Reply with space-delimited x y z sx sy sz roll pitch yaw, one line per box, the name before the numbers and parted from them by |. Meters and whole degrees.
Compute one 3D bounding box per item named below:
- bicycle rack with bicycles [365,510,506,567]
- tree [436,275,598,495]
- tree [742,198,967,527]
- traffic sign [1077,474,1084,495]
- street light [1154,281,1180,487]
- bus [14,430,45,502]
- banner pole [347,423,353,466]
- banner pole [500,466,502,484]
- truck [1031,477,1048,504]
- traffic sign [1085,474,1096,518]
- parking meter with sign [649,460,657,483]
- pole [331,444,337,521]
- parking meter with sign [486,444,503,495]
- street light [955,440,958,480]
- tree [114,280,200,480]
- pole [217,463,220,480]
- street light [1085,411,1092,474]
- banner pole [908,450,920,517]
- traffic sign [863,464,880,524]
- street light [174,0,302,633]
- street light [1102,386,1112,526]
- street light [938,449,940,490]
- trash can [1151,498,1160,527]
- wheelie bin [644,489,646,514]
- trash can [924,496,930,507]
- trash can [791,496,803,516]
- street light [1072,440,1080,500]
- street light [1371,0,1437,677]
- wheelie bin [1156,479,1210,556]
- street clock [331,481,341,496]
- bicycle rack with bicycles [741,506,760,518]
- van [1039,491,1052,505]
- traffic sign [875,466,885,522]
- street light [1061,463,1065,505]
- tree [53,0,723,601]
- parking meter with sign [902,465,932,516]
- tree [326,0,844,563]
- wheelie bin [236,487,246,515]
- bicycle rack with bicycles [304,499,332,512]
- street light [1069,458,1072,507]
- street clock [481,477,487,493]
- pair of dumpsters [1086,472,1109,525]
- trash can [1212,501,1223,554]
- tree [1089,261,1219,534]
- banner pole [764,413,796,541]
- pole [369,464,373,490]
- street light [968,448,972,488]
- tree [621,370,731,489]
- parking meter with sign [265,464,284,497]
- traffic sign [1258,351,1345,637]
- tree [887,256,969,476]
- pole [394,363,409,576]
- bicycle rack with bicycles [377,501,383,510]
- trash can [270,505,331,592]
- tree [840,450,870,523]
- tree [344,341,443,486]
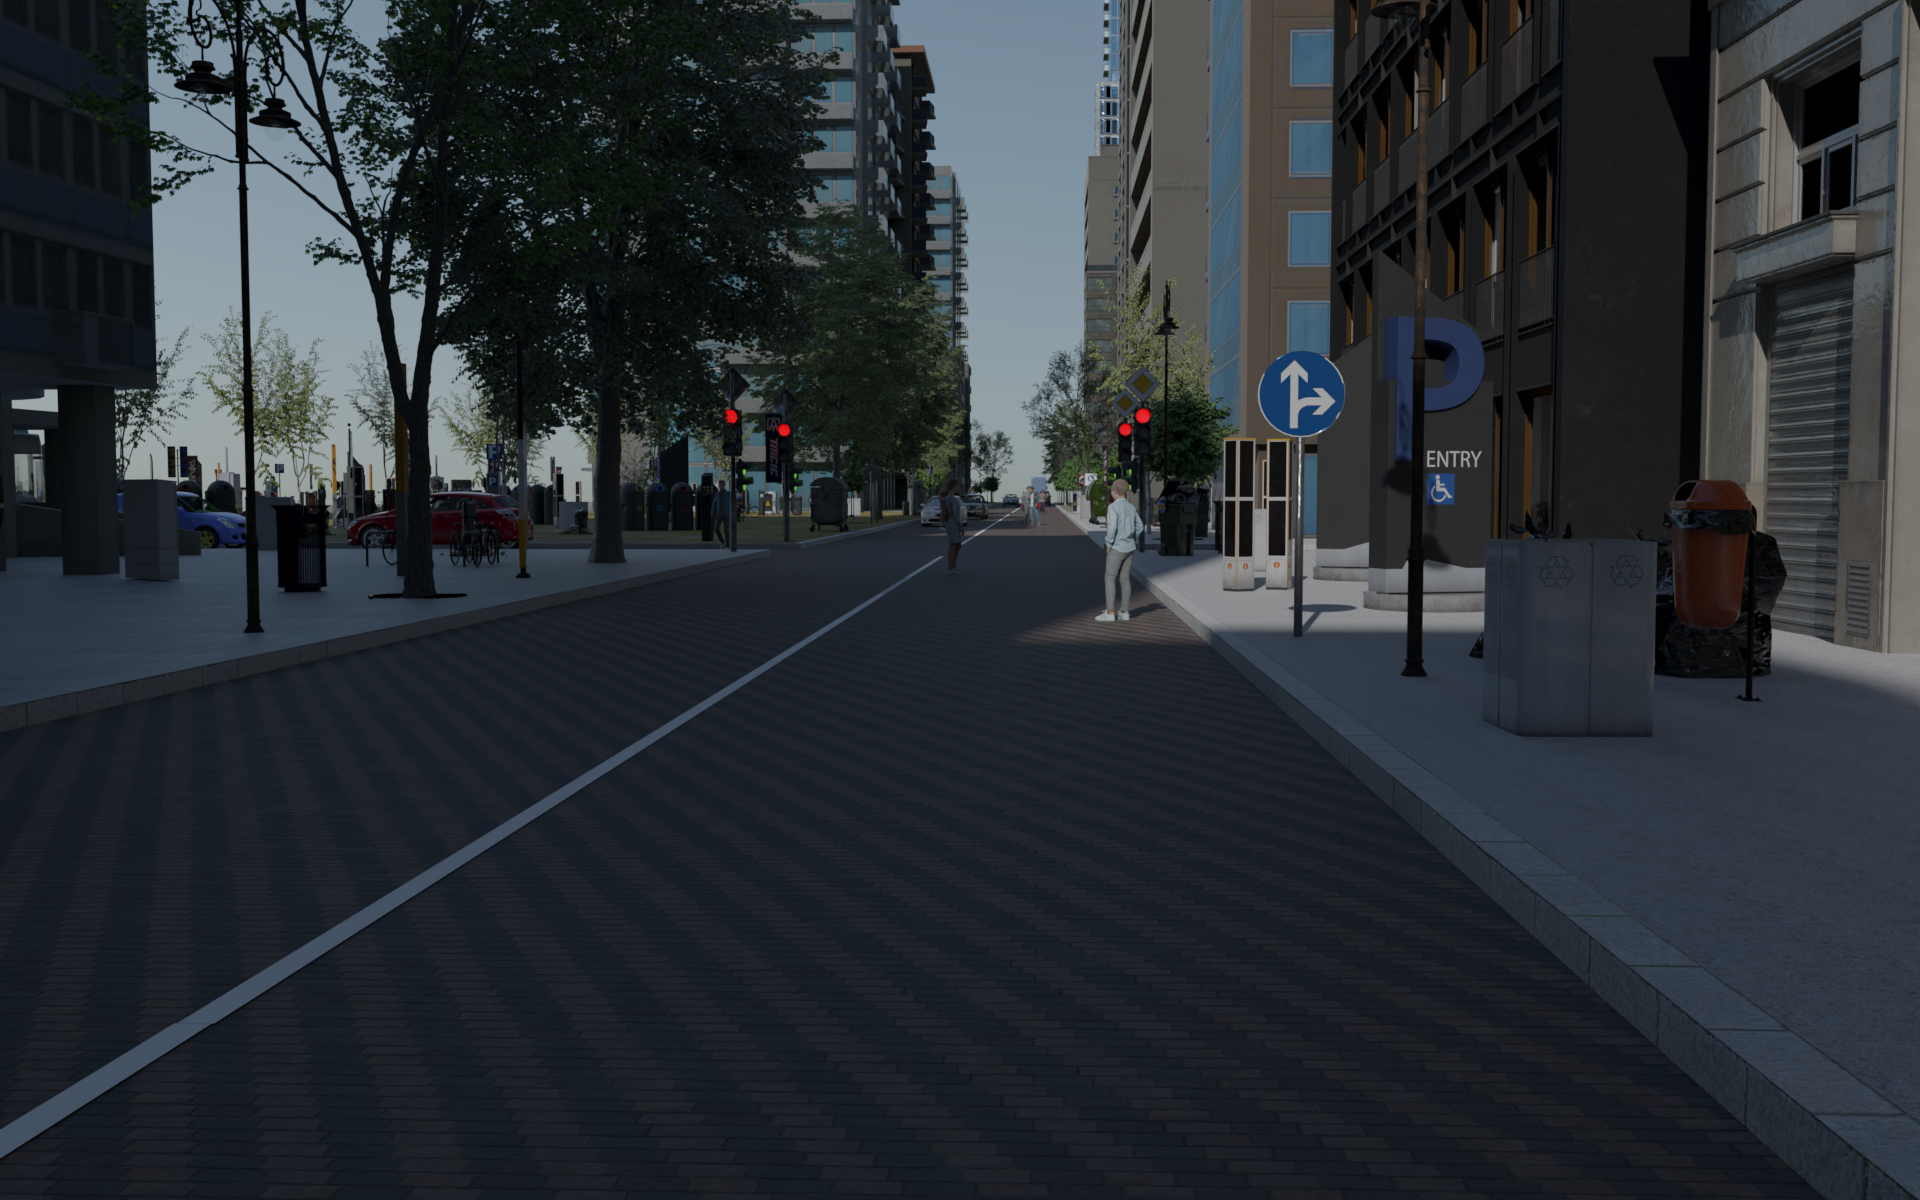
bicycle rack with bicycles | -9.427 -1.118 31.659 2.852 0.926 2.925 0 4 5
tree | -13.057 -6.117 50.371 4.737 8.622 4.395 0 3 0
tree | -4.373 -9.105 66.994 7.486 12.596 7.792 0 3 0
traffic sign | 7.801 -6.707 109.759 0.768 2.556 0.104 1 4 12
street light | 4.477 -3.967 37.656 0.468 5.910 1.993 0 4 3
bus | -29.195 -2.975 43.495 13.247 3.499 2.948 0 4 2
banner pole | -21.386 -4.332 60.848 0.401 3.779 0.863 -2 4 -28
banner pole | -31.535 -7.872 118.724 0.863 3.779 0.401 -2 4 -24
truck | 12.318 -16.979 267.361 2.967 4.110 18.799 0 4 1
traffic sign | 6.537 -5.157 86.447 0.606 2.300 0.079 1 4 12
parking meter with sign | -14.814 -5.571 87.353 1.738 3.016 0.543 2 4 30
pole | -25.646 -4.719 70.993 0.158 3.312 0.155 0 3 0
parking meter with sign | -15.948 -3.844 59.113 0.543 3.016 1.738 -1 4 -10
street light | -0.313 -10.791 149.215 0.468 5.910 1.993 0 4 3
tree | -27.989 -6.592 58.141 4.360 8.622 3.978 0 3 0
pole | -47.974 -7.238 112.182 0.158 3.312 0.155 0 3 0
street light | 7.074 -7.483 95.133 0.468 5.910 1.993 0 4 3
banner pole | -2.642 -6.674 99.141 0.863 3.779 0.401 2 4 33
traffic sign | -3.810 -4.540 74.328 0.768 2.556 0.104 1 4 10
street light | -6.549 -2.636 15.887 0.468 5.910 1.993 0 4 3
street light | 5.943 -5.930 69.743 0.468 5.910 1.993 0 4 3
street light | -1.482 -9.197 123.165 0.468 5.910 1.993 0 4 3
trash can | 7.806 -3.451 68.072 0.748 1.137 0.748 0 3 0
wheelie bin | -20.487 -6.436 113.138 0.980 1.594 0.693 2 4 31
trash can | -2.285 -6.194 112.921 0.748 1.137 0.748 0 3 0
trash can | -9.769 -5.635 103.782 0.748 1.137 0.748 0 3 0
street light | 8.262 -9.048 120.714 0.468 5.910 1.993 0 4 3
street light | 3.206 -2.401 12.050 0.468 5.910 1.993 0 4 3
wheelie bin | 4.552 -1.718 35.995 0.980 1.594 0.693 -3 5 -43
street clock | -33.969 -5.487 94.288 0.471 2.002 0.358 -3 5 -44
bicycle rack with bicycles | -12.270 -4.906 93.600 2.925 0.926 2.852 0 3 0
van | 10.869 -13.249 223.629 2.013 2.044 4.112 0 4 1
traffic sign | -3.750 -4.778 78.220 0.768 2.556 0.104 1 4 10
street light | 11.952 -13.713 197.000 0.468 5.910 1.993 0 4 3
tree | -6.751 -5.822 20.944 9.928 11.665 9.643 0 3 0
parking meter with sign | -2.569 -6.581 103.860 1.738 3.016 0.543 -1 4 -18
tree | -6.629 -7.677 32.174 9.857 13.997 8.962 0 3 0
wheelie bin | -32.075 -4.275 77.805 0.980 1.594 0.693 2 4 27
bicycle rack with bicycles | -42.919 -6.337 116.999 2.852 0.926 2.925 -2 4 -24
street light | 9.508 -10.550 145.272 0.468 5.910 1.993 0 4 3
street clock | -20.370 -4.284 74.610 0.471 2.002 0.358 2 4 27
pair of dumpsters | 6.183 -4.357 73.730 1.574 2.255 4.437 0 4 3
trash can | 5.804 -1.572 37.361 0.748 1.137 0.748 0 3 0
tree | 6.011 -6.374 54.583 4.737 8.622 4.395 0 3 0
banner pole | -4.917 -3.500 47.244 0.863 3.779 0.401 0 4 7
pole | -40.274 -7.619 118.409 0.158 3.312 0.155 0 3 0
street light | 1.045 -12.355 174.791 0.468 5.910 1.993 0 4 3
tree | -14.198 -8.076 82.402 4.737 8.622 4.395 0 3 0
parking meter with sign | -39.719 -6.344 99.978 1.738 3.016 0.543 3 4 37
traffic sign | 3.042 -0.942 15.512 0.768 2.556 0.104 0 4 5
tree | -4.291 -11.087 87.934 9.857 13.997 8.962 0 3 0
pole | -8.726 -2.033 27.077 0.158 3.312 0.155 0 3 0
bicycle rack with bicycles | -30.759 -4.777 91.482 2.852 0.926 2.925 -2 4 -29
trash can | -8.656 -0.680 22.772 0.748 1.137 0.748 0 3 0
tree | -4.702 -4.987 76.142 1.663 3.219 1.824 0 3 0
tree | -27.465 -8.147 83.565 4.360 8.622 3.978 0 3 0
